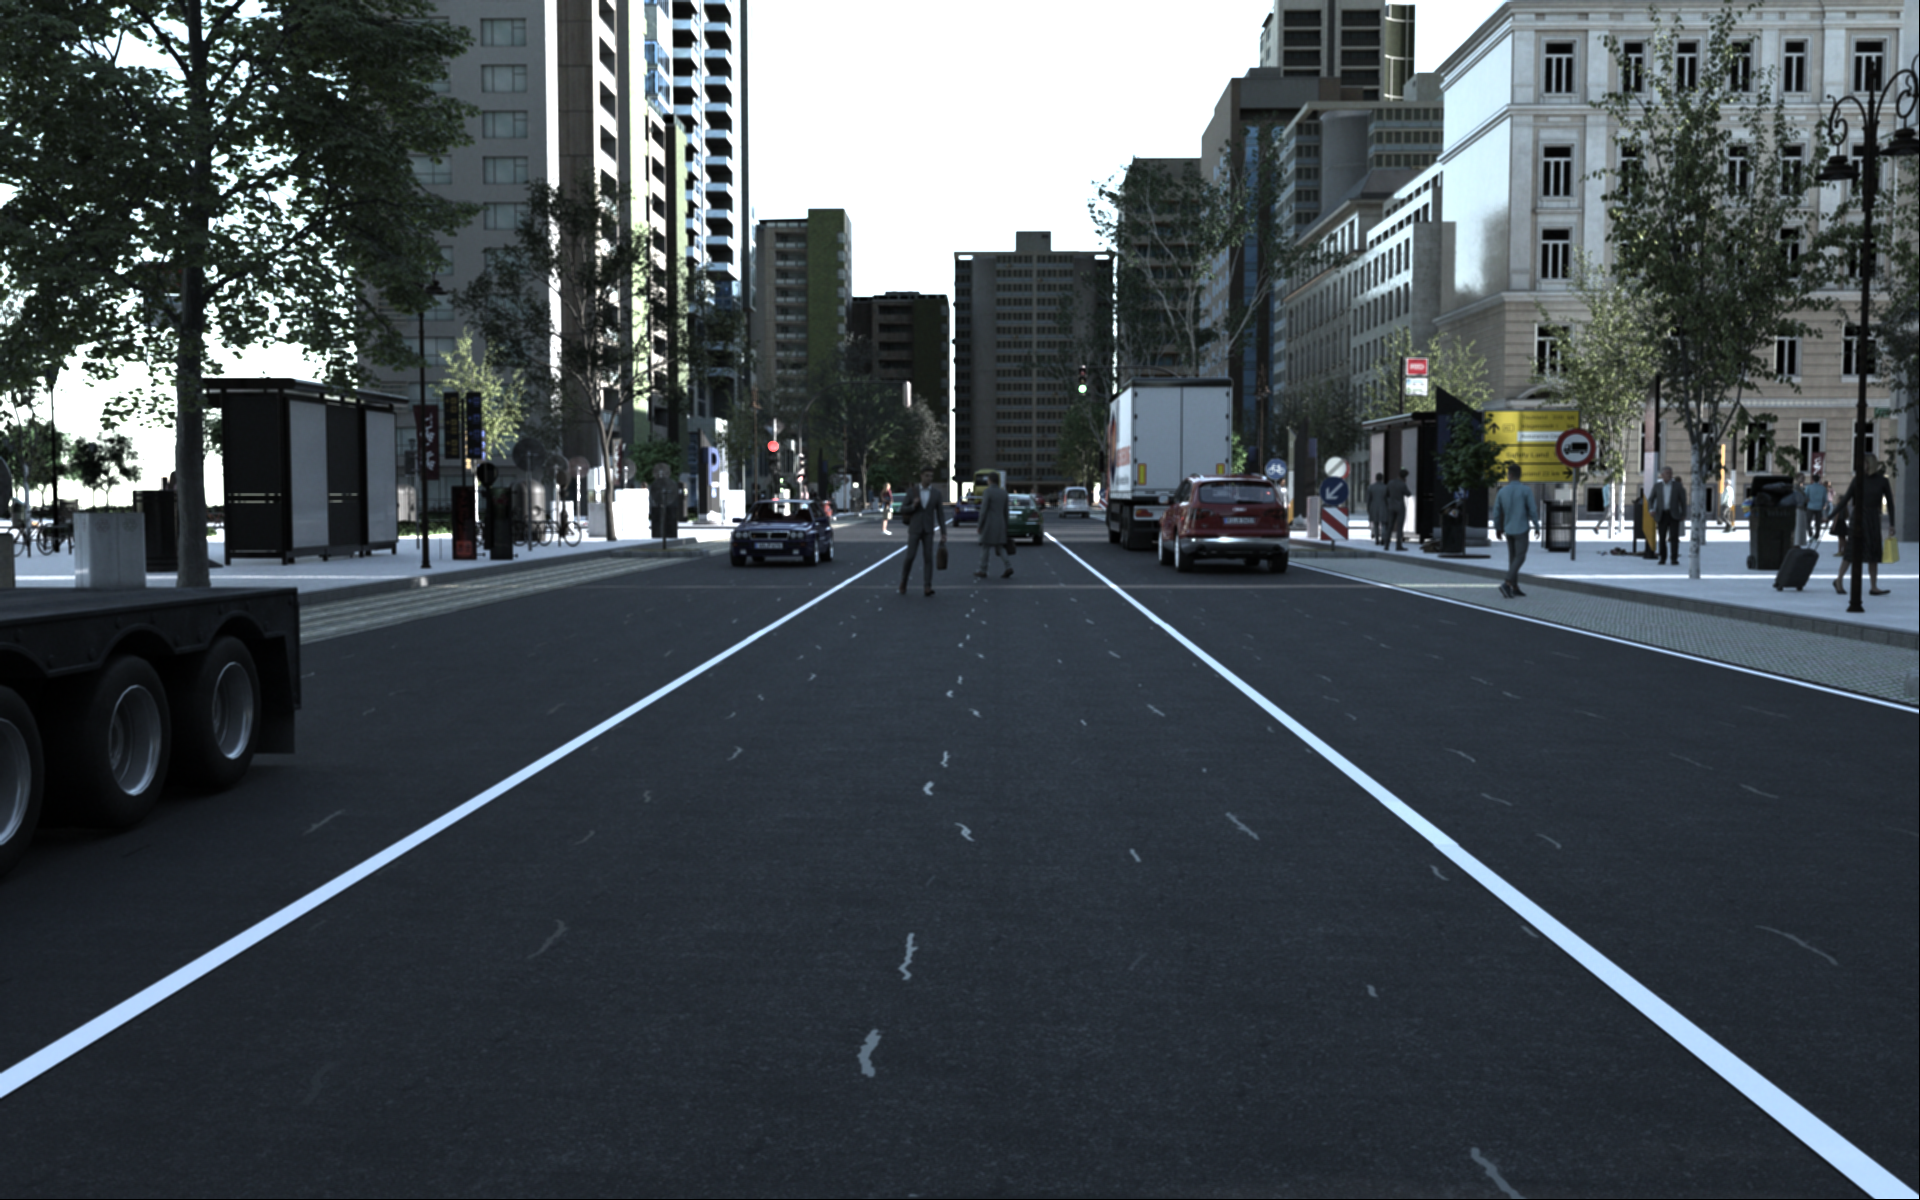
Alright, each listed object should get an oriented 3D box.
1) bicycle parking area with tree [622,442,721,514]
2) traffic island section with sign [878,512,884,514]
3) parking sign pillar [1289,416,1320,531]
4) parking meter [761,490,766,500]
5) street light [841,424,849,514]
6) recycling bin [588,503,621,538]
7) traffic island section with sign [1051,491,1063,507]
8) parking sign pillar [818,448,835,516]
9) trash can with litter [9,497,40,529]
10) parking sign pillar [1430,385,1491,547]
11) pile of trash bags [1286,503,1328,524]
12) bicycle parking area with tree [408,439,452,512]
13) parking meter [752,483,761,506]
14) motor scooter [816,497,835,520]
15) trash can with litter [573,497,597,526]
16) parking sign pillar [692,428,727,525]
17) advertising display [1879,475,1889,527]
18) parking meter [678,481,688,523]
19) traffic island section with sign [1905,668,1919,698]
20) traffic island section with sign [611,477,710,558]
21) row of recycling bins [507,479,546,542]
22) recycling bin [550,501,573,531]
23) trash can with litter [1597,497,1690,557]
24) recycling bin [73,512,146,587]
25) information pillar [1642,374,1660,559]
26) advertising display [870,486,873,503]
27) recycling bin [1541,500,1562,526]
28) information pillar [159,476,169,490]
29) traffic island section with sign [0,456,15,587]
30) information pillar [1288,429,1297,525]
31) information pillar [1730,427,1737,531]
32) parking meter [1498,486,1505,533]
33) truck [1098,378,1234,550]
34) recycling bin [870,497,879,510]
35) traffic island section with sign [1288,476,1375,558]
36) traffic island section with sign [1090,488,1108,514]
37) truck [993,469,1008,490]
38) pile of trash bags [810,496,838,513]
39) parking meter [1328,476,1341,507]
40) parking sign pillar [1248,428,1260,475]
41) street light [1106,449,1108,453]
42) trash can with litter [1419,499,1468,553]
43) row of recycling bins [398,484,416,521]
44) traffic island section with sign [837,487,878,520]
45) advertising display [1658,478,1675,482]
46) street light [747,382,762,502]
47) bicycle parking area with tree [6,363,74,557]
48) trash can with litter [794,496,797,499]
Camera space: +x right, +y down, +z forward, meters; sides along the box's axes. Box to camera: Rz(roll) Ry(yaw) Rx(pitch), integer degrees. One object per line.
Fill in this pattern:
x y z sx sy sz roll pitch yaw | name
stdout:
-16.058 -6.678 96.194 8.231 4.147 9.016 1 4 11 | bicycle parking area with tree
-5.119 -6.926 121.868 1.989 1.847 2.006 0 4 1 | traffic island section with sign
12.011 -4.396 60.345 1.447 3.967 1.447 0 4 -5 | parking sign pillar
-11.571 -5.706 101.697 0.372 1.533 0.369 0 3 0 | parking meter
-7.584 -8.641 114.075 0.468 5.910 1.993 0 4 1 | street light
-10.555 -2.376 51.399 0.722 1.027 0.722 1 4 20 | recycling bin
11.457 -11.644 199.009 1.989 1.847 2.006 0 4 1 | traffic island section with sign
-8.043 -6.895 101.200 1.447 3.967 1.447 -1 4 -10 | parking sign pillar
-34.179 -3.179 63.364 1.055 1.170 0.624 0 4 0 | trash can with litter
12.334 -3.308 42.565 1.447 3.967 1.447 1 4 18 | parking sign pillar
13.986 -3.844 72.604 3.447 1.369 1.912 -2 4 -24 | pile of trash bags
-31.124 -6.366 91.084 8.231 4.147 9.016 1 4 22 | bicycle parking area with tree
-10.663 -5.201 90.750 0.399 1.863 0.255 3 4 38 | parking meter
-5.979 -3.938 77.160 0.815 1.314 1.986 0 4 0 | motor scooter
-15.463 -3.674 71.125 2.233 1.210 1.678 -1 4 -10 | trash can with litter
-10.397 -5.097 71.805 1.447 3.967 1.447 1 4 16 | parking sign pillar
31.350 -3.253 58.397 0.974 1.923 0.123 -2 4 -28 | advertising display
-12.512 -4.433 78.192 0.399 1.863 0.255 2 4 32 | parking meter
7.689 -0.194 11.792 1.989 1.847 2.006 0 4 1 | traffic island section with sign
-6.776 -1.886 39.466 1.989 1.847 2.006 0 4 1 | traffic island section with sign
-12.155 -2.523 48.358 1.069 1.692 3.534 -1 4 -16 | row of recycling bins
-14.022 -2.962 60.982 0.722 1.027 0.722 -1 4 -17 | recycling bin
14.244 -1.554 36.462 1.678 1.210 2.233 0 4 -7 | trash can with litter
-11.538 -0.670 23.503 0.722 1.027 0.722 -3 5 -42 | recycling bin
13.648 -2.620 34.191 0.183 3.616 0.504 0 4 -1 | information pillar
-7.011 -8.076 137.254 0.123 1.923 0.974 0 4 0 | advertising display
24.114 -3.551 70.609 0.722 1.027 0.722 1 4 9 | recycling bin
-32.269 -4.023 70.262 0.304 2.012 0.304 -3 4 -38 | information pillar
-7.325 -0.220 12.233 1.989 1.847 2.006 0 4 1 | traffic island section with sign
11.930 -4.318 61.953 0.183 3.616 0.504 -2 4 -35 | information pillar
26.690 -4.185 59.777 0.183 3.616 0.504 1 4 16 | information pillar
17.955 -2.985 57.211 0.372 1.533 0.369 0 3 0 | parking meter
5.458 -3.571 47.297 2.839 4.237 11.283 0 4 1 | truck
-7.072 -7.953 142.590 0.722 1.027 0.722 0 4 -3 | recycling bin
8.243 -1.880 39.359 1.989 1.847 2.006 0 4 1 | traffic island section with sign
9.902 -6.917 121.718 1.989 1.847 2.006 0 4 1 | traffic island section with sign
3.981 -12.740 197.218 2.839 4.237 11.283 0 4 2 | truck
-9.750 -6.345 113.500 3.447 1.369 1.912 0 4 -7 | pile of trash bags
12.245 -3.107 56.515 0.399 1.863 0.255 2 4 32 | parking meter
11.918 -4.980 69.896 1.447 3.967 1.447 1 4 13 | parking sign pillar
12.354 -10.462 143.849 0.468 5.910 1.993 0 4 1 | street light
10.477 -1.605 37.625 0.624 1.170 1.055 -3 5 -40 | trash can with litter
-23.150 -3.948 71.670 1.069 1.692 3.534 -1 4 -9 | row of recycling bins
-5.666 -5.269 94.769 1.989 1.847 2.006 0 4 1 | traffic island section with sign
27.911 -3.876 68.580 0.974 1.923 0.123 0 4 -5 | advertising display
-8.433 -6.029 71.365 0.468 5.910 1.993 0 4 1 | street light
-22.523 -3.106 37.790 8.231 4.147 9.016 1 4 11 | bicycle parking area with tree
-8.866 -4.931 91.683 1.678 1.210 2.233 1 4 22 | trash can with litter
